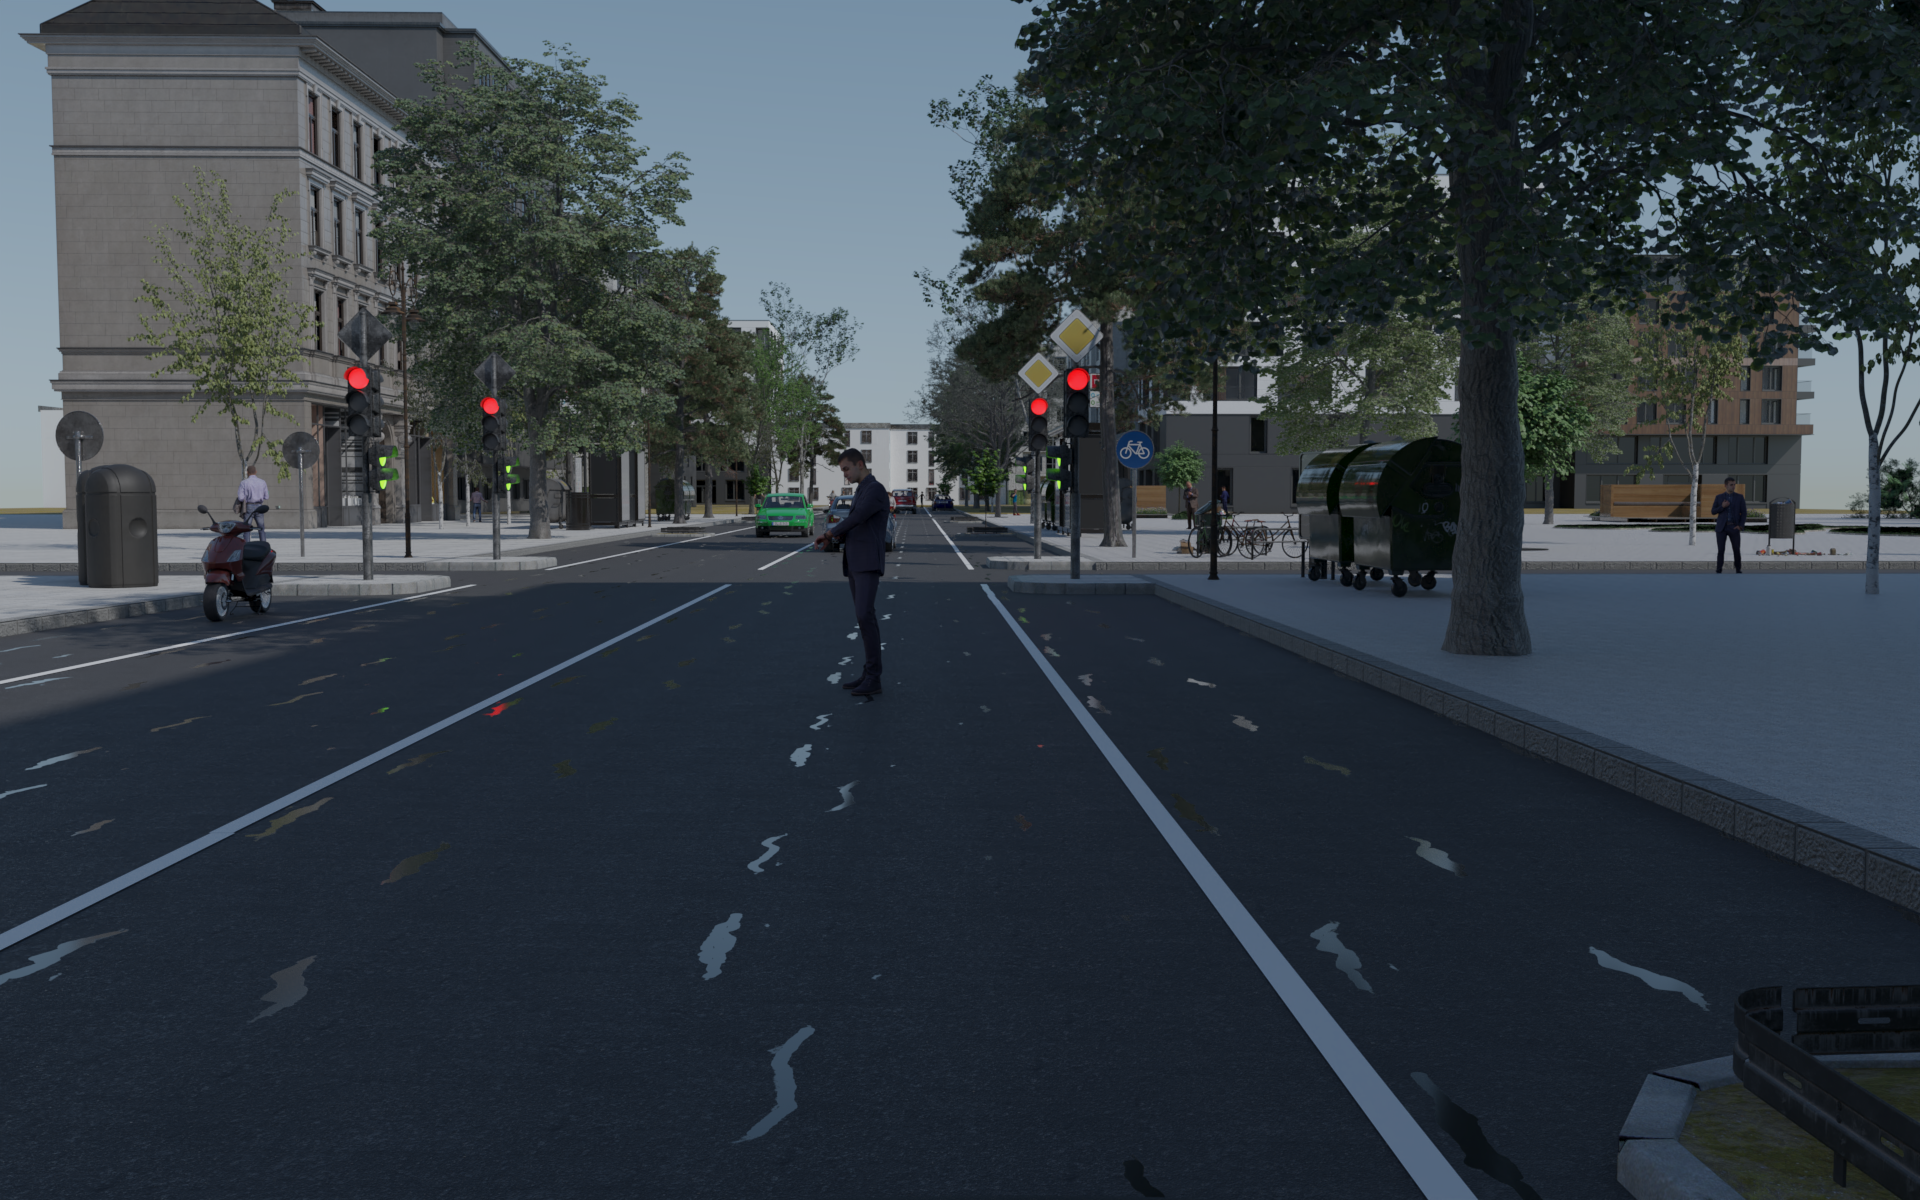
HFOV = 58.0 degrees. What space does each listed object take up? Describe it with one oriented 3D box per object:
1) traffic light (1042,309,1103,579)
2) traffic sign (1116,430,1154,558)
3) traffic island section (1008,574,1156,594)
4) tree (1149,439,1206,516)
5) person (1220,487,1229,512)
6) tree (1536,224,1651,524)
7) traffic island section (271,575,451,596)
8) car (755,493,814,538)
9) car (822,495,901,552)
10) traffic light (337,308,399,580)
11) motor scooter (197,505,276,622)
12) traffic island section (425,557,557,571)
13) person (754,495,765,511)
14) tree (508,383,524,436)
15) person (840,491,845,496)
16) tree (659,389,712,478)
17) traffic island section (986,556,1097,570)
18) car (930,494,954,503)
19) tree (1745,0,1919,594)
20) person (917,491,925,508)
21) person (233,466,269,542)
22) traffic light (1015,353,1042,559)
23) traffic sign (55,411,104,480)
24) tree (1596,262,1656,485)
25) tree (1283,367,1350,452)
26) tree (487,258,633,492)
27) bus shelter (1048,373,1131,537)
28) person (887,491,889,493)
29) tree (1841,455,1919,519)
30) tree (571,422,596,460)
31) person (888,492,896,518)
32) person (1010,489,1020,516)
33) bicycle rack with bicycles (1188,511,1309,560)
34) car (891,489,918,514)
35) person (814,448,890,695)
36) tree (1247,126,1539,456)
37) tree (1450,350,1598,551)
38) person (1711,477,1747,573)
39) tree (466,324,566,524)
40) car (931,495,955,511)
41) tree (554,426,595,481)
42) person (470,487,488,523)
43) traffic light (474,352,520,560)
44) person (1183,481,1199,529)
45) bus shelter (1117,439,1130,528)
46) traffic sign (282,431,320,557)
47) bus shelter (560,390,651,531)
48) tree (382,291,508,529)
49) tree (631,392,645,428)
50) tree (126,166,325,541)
[{"bbox_3d":[1.725,-2.253,26.083,0.839,4.213,0.868,0,4,-2],"label":"traffic light"},{"bbox_3d":[3.501,-2.119,34.757,0.768,2.556,0.104,0,4,5],"label":"traffic sign"},{"bbox_3d":[1.765,-0.239,26.197,2.009,0.180,2.903,0,4,-2],"label":"traffic island section"},{"bbox_3d":[12.904,-7.270,102.575,4.285,4.588,4.351,0,3,0],"label":"tree"},{"bbox_3d":[16.020,-6.023,105.229,0.504,1.737,0.576,2,4,30],"label":"person"},{"bbox_3d":[25.398,-9.485,73.207,7.486,12.596,7.792,0,3,0],"label":"tree"},{"bbox_3d":[-8.873,-0.223,25.920,2.009,0.180,2.903,0,4,-2],"label":"traffic island section"},{"bbox_3d":[-5.900,-3.041,58.524,1.959,1.807,4.718,0,4,-2],"label":"car"},{"bbox_3d":[-2.539,-1.977,44.330,2.014,1.417,4.499,0,4,0],"label":"car"},{"bbox_3d":[-8.833,-2.235,25.787,0.839,4.213,0.868,0,4,-2],"label":"traffic light"},{"bbox_3d":[-8.412,-0.455,20.222,0.815,1.314,1.986,0,4,-3],"label":"motor scooter"},{"bbox_3d":[-9.085,-0.711,33.902,2.009,0.180,2.903,0,4,-2],"label":"traffic island section"},{"bbox_3d":[-15.626,-7.870,134.730,0.705,1.822,1.348,2,4,33],"label":"person"},{"bbox_3d":[-19.229,-7.215,68.331,4.360,8.622,3.978,0,3,0],"label":"tree"},{"bbox_3d":[-10.344,-8.870,154.234,1.217,1.735,0.721,-2,4,-35],"label":"person"},{"bbox_3d":[-16.165,-9.154,100.029,4.360,8.622,3.978,0,3,0],"label":"tree"},{"bbox_3d":[1.553,-0.728,34.179,2.009,0.180,2.903,0,4,-2],"label":"traffic island section"},{"bbox_3d":[-1.535,-8.374,146.695,2.009,1.686,4.222,0,4,-1],"label":"car"},{"bbox_3d":[11.768,-4.371,21.822,4.737,8.622,4.395,0,3,0],"label":"tree"},{"bbox_3d":[-4.126,-10.727,184.717,0.721,1.723,1.217,-3,5,-40],"label":"person"},{"bbox_3d":[-13.914,-1.720,34.033,0.709,1.838,0.599,-3,4,-37],"label":"person"},{"bbox_3d":[1.512,-2.741,34.065,0.839,4.213,0.868,0,4,-2],"label":"traffic light"},{"bbox_3d":[-13.466,-1.614,26.496,0.768,2.556,0.104,0,4,4],"label":"traffic sign"},{"bbox_3d":[18.321,-5.684,43.303,4.737,8.622,4.395,0,3,0],"label":"tree"},{"bbox_3d":[20.136,-9.106,99.242,4.360,8.622,3.978,0,3,0],"label":"tree"},{"bbox_3d":[-18.952,-10.724,82.767,7.806,13.903,7.818,0,3,0],"label":"tree"},{"bbox_3d":[4.001,-4.734,55.038,2.179,5.291,8.768,0,4,-1],"label":"bus shelter"},{"bbox_3d":[-7.016,-9.749,168.826,0.436,1.711,0.756,-2,4,-24],"label":"person"},{"bbox_3d":[53.714,-11.175,84.526,18.604,14.587,13.155,2,4,24],"label":"tree"},{"bbox_3d":[-20.804,-8.611,91.155,4.737,8.622,4.395,0,3,0],"label":"tree"},{"bbox_3d":[-2.845,-3.672,70.997,0.523,1.526,0.387,1,4,12],"label":"person"},{"bbox_3d":[3.298,-5.838,103.367,0.662,1.594,0.647,0,4,5],"label":"person"},{"bbox_3d":[5.830,-1.317,34.917,2.925,0.926,2.852,-2,4,-28],"label":"bicycle rack with bicycles"},{"bbox_3d":[-4.153,-7.099,124.746,2.281,1.827,5.304,0,4,-2],"label":"car"},{"bbox_3d":[-0.787,-0.222,12.582,0.568,1.767,0.683,-1,4,-21],"label":"person"},{"bbox_3d":[13.060,-8.309,53.987,7.486,12.596,7.792,0,3,0],"label":"tree"},{"bbox_3d":[12.765,-3.418,39.592,4.285,4.588,4.351,0,3,0],"label":"tree"},{"bbox_3d":[12.786,-1.187,28.823,0.541,1.710,0.530,3,4,37],"label":"person"},{"bbox_3d":[-19.348,-7.505,73.076,4.737,8.622,4.395,0,3,0],"label":"tree"},{"bbox_3d":[-1.405,-7.943,142.440,1.945,1.354,3.894,0,4,-2],"label":"car"},{"bbox_3d":[-21.382,-8.976,97.124,4.360,8.622,3.978,0,3,0],"label":"tree"},{"bbox_3d":[-21.619,-4.256,77.581,0.963,1.587,0.435,-1,4,-20],"label":"person"},{"bbox_3d":[-9.045,-2.723,33.770,0.839,4.213,0.868,0,4,-2],"label":"traffic light"},{"bbox_3d":[8.359,-3.422,62.680,0.565,1.739,0.600,0,4,1],"label":"person"},{"bbox_3d":[5.418,-4.410,66.030,2.014,3.302,5.546,0,4,-2],"label":"bus shelter"},{"bbox_3d":[-13.424,-2.152,35.292,0.768,2.556,0.104,0,3,0],"label":"traffic sign"},{"bbox_3d":[-13.360,-5.345,65.021,2.179,5.291,8.768,0,4,-2],"label":"bus shelter"},{"bbox_3d":[-18.846,-6.876,62.792,4.360,8.622,3.978,0,3,0],"label":"tree"},{"bbox_3d":[-21.067,-9.543,106.383,4.737,8.622,4.395,0,3,0],"label":"tree"},{"bbox_3d":[-16.221,-5.417,38.924,4.737,8.622,4.395,0,3,0],"label":"tree"}]
